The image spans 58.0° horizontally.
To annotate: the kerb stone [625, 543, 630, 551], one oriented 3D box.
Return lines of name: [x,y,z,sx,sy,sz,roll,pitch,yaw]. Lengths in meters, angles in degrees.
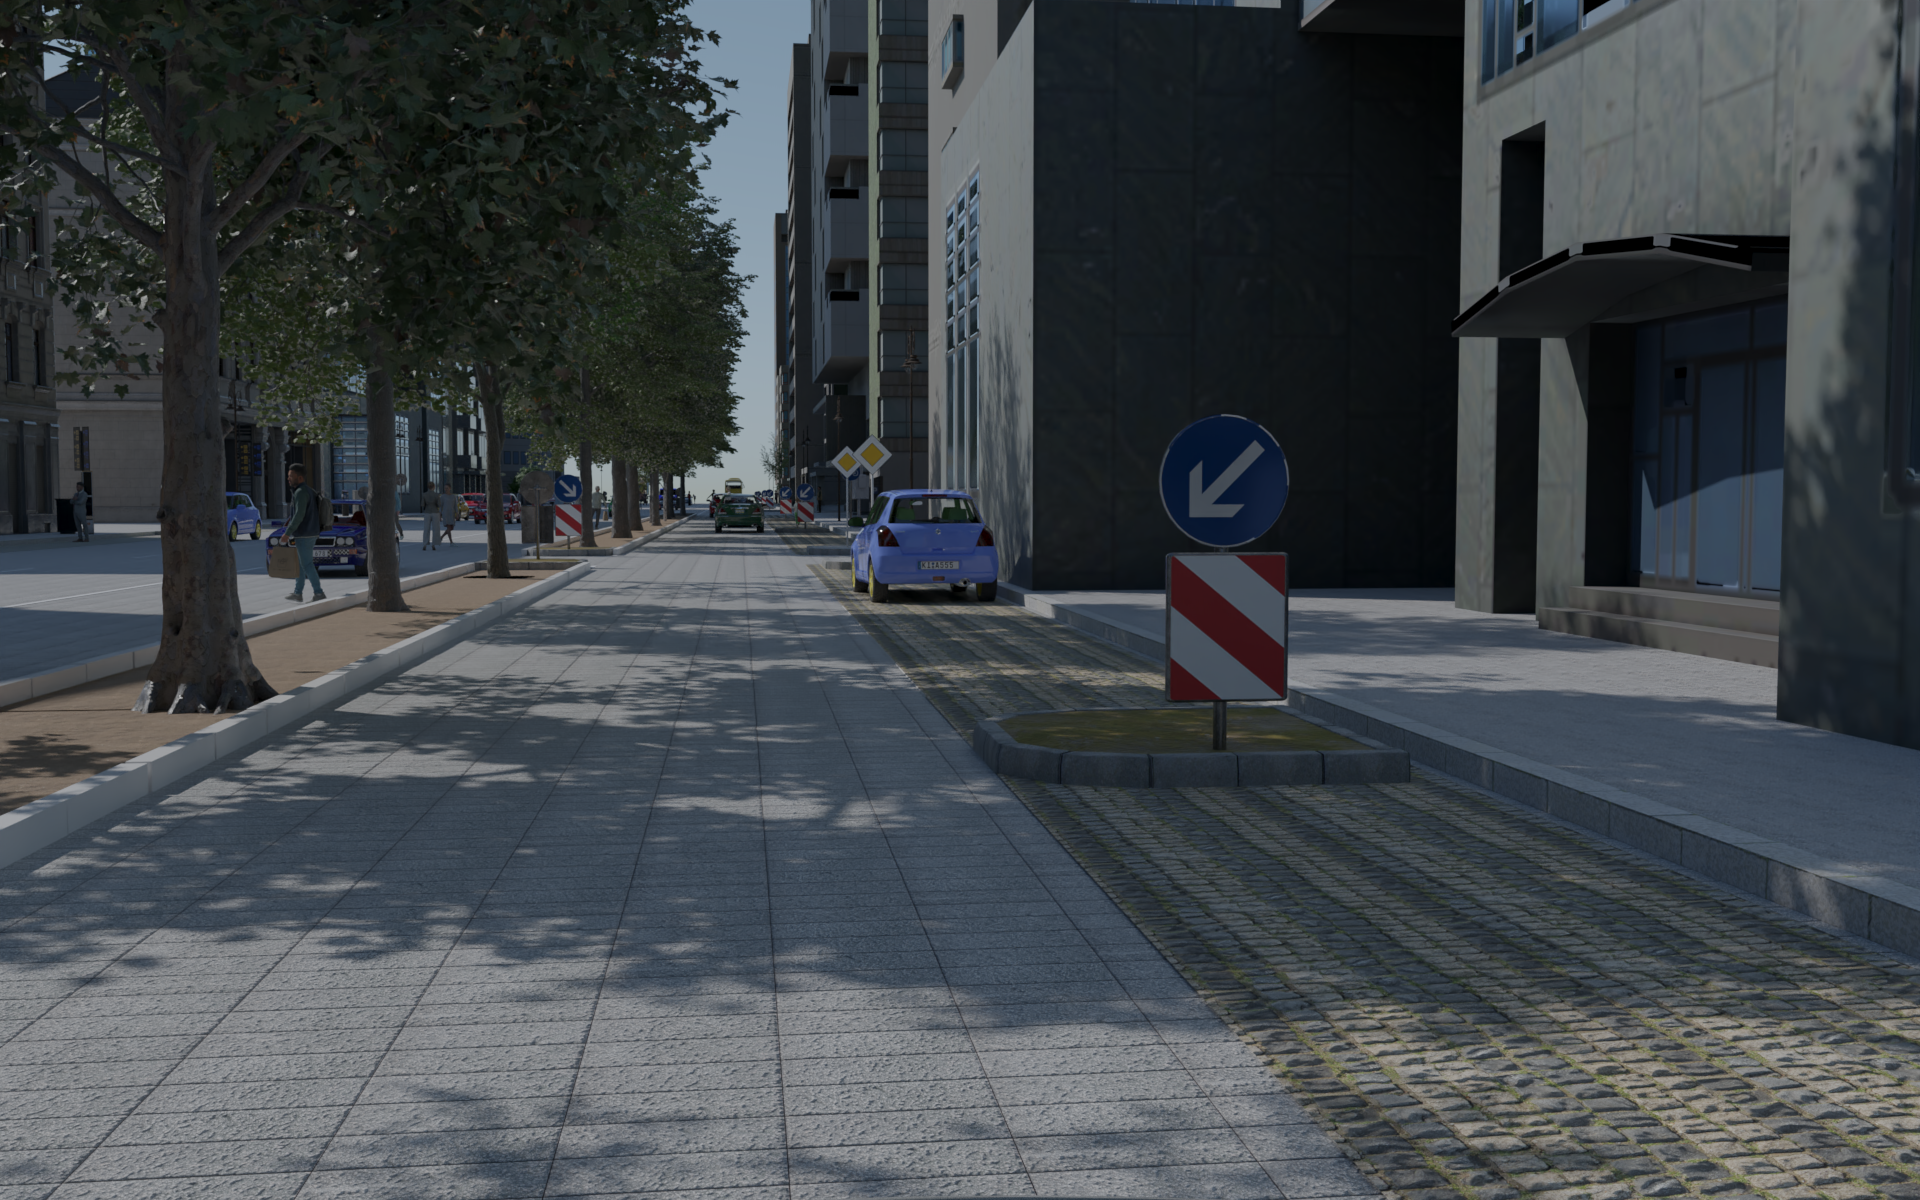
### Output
kerb stone: [-8.337,-1.261,42.873,0.120,0.150,1.000,0,4,-7]

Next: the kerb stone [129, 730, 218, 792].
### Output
kerb stone: [-3.999,0.819,8.799,0.120,0.150,1.000,0,4,-7]

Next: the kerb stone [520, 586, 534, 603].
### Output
kerb stone: [-5.822,-0.052,23.038,0.120,0.150,1.000,0,4,-7]

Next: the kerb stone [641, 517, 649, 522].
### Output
kerb stone: [-16.626,-4.234,91.417,0.120,0.150,1.000,0,4,-7]

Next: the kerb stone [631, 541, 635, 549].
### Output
kerb stone: [-8.593,-1.387,44.903,0.120,0.150,1.000,0,4,-7]

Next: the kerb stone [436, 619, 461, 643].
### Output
kerb stone: [-5.042,0.324,16.932,0.120,0.150,1.000,0,4,-7]

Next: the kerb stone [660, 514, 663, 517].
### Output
kerb stone: [-19.483,-5.603,113.804,0.120,0.150,1.000,0,4,-7]

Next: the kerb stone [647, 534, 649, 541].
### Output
kerb stone: [-9.502,-1.825,52.039,0.120,0.150,1.000,0,4,-7]

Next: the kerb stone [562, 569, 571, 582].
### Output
kerb stone: [-6.469,-0.363,28.123,0.120,0.150,1.000,0,4,-7]

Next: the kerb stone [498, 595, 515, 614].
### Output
kerb stone: [-5.553,0.074,21.009,0.120,0.150,1.000,0,4,-7]

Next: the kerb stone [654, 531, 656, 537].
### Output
kerb stone: [-10.022,-2.073,56.108,0.120,0.150,1.000,0,4,-7]

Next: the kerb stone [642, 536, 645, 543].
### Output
kerb stone: [-9.241,-1.699,49.998,0.120,0.150,1.000,0,4,-7]

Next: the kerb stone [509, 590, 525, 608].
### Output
kerb stone: [-5.687,0.011,22.022,0.120,0.150,1.000,0,4,-7]

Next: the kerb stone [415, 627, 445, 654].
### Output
kerb stone: [-4.907,0.384,15.918,0.120,0.150,1.000,0,4,-7]

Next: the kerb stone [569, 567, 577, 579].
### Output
kerb stone: [-6.589,-0.424,29.138,0.120,0.150,1.000,0,4,-7]

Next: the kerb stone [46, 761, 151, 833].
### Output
kerb stone: [-3.879,0.886,7.779,0.120,0.150,1.000,0,4,-7]

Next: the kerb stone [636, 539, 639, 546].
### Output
kerb stone: [-8.855,-1.513,46.937,0.120,0.150,1.000,0,4,-7]

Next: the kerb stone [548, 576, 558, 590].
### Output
kerb stone: [-6.202,-0.232,26.083,0.120,0.150,1.000,0,4,-7]

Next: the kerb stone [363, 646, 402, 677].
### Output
kerb stone: [-4.657,0.508,13.884,0.120,0.150,1.000,0,4,-7]

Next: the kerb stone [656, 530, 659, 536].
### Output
kerb stone: [-10.282,-2.198,58.136,0.120,0.150,1.000,0,4,-7]

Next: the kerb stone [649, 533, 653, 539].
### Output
kerb stone: [-9.762,-1.950,54.081,0.120,0.150,1.000,0,4,-7]

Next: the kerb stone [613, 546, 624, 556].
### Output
kerb stone: [-8.084,-1.140,40.836,0.120,0.150,1.000,0,4,-7]

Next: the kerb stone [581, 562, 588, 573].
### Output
kerb stone: [-6.850,-0.549,31.166,0.120,0.150,1.000,0,4,-7]

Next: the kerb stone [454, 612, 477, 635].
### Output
kerb stone: [-5.170,0.260,17.946,0.120,0.150,1.000,0,4,-7]

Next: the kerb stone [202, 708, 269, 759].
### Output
kerb stone: [-4.130,0.761,9.821,0.120,0.150,1.000,0,4,-7]

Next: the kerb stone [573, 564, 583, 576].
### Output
kerb stone: [-6.720,-0.487,30.152,0.120,0.150,1.000,0,4,-7]

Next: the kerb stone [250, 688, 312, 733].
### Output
kerb stone: [-4.259,0.695,10.835,0.120,0.150,1.000,0,4,-7]

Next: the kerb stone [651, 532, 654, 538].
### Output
kerb stone: [-9.892,-2.012,55.094,0.120,0.150,1.000,0,4,-7]

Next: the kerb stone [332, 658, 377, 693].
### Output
kerb stone: [-4.520,0.570,12.871,0.120,0.150,1.000,0,4,-7]

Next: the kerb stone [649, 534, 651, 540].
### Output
kerb stone: [-9.634,-1.887,53.055,0.120,0.150,1.000,0,4,-7]

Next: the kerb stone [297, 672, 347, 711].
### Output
kerb stone: [-4.393,0.638,11.854,0.120,0.150,1.000,0,4,-7]

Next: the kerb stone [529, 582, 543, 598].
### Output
kerb stone: [-5.948,-0.114,24.054,0.120,0.150,1.000,0,4,-7]

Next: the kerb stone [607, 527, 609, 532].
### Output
kerb stone: [-13.141,-2.555,63.978,0.120,0.150,1.000,0,4,-7]

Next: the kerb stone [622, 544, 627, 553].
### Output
kerb stone: [-8.206,-1.200,41.851,0.120,0.150,1.000,0,4,-7]

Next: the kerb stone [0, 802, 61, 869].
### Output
kerb stone: [-3.744,0.944,6.766,0.120,0.150,1.000,0,4,-7]

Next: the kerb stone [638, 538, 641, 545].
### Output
kerb stone: [-8.987,-1.576,47.959,0.120,0.150,1.000,0,4,-7]

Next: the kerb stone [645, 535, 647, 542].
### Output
kerb stone: [-9.376,-1.763,51.024,0.120,0.150,1.000,0,4,-7]

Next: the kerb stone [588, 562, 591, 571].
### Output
kerb stone: [-6.970,-0.611,32.184,0.120,0.150,1.000,0,4,-7]

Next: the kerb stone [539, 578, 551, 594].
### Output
kerb stone: [-6.075,-0.176,25.068,0.120,0.150,1.000,0,4,-7]

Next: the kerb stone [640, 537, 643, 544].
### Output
kerb stone: [-9.117,-1.638,48.978,0.120,0.150,1.000,0,4,-7]

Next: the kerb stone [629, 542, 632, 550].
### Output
kerb stone: [-8.464,-1.324,43.887,0.120,0.150,1.000,0,4,-7]

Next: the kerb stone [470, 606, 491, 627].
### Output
kerb stone: [-5.292,0.198,18.965,0.120,0.150,1.000,0,4,-7]

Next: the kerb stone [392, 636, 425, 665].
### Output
kerb stone: [-4.782,0.446,14.904,0.120,0.150,1.000,0,4,-7]

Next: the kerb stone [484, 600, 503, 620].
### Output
kerb stone: [-5.429,0.140,19.987,0.120,0.150,1.000,0,4,-7]

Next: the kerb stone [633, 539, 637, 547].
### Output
kerb stone: [-8.717,-1.451,45.924,0.120,0.150,1.000,0,4,-7]

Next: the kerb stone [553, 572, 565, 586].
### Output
kerb stone: [-6.331,-0.300,27.103,0.120,0.150,1.000,0,4,-7]

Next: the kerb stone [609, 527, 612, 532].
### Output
kerb stone: [-13.271,-2.618,64.991,0.120,0.150,1.000,0,4,-7]
